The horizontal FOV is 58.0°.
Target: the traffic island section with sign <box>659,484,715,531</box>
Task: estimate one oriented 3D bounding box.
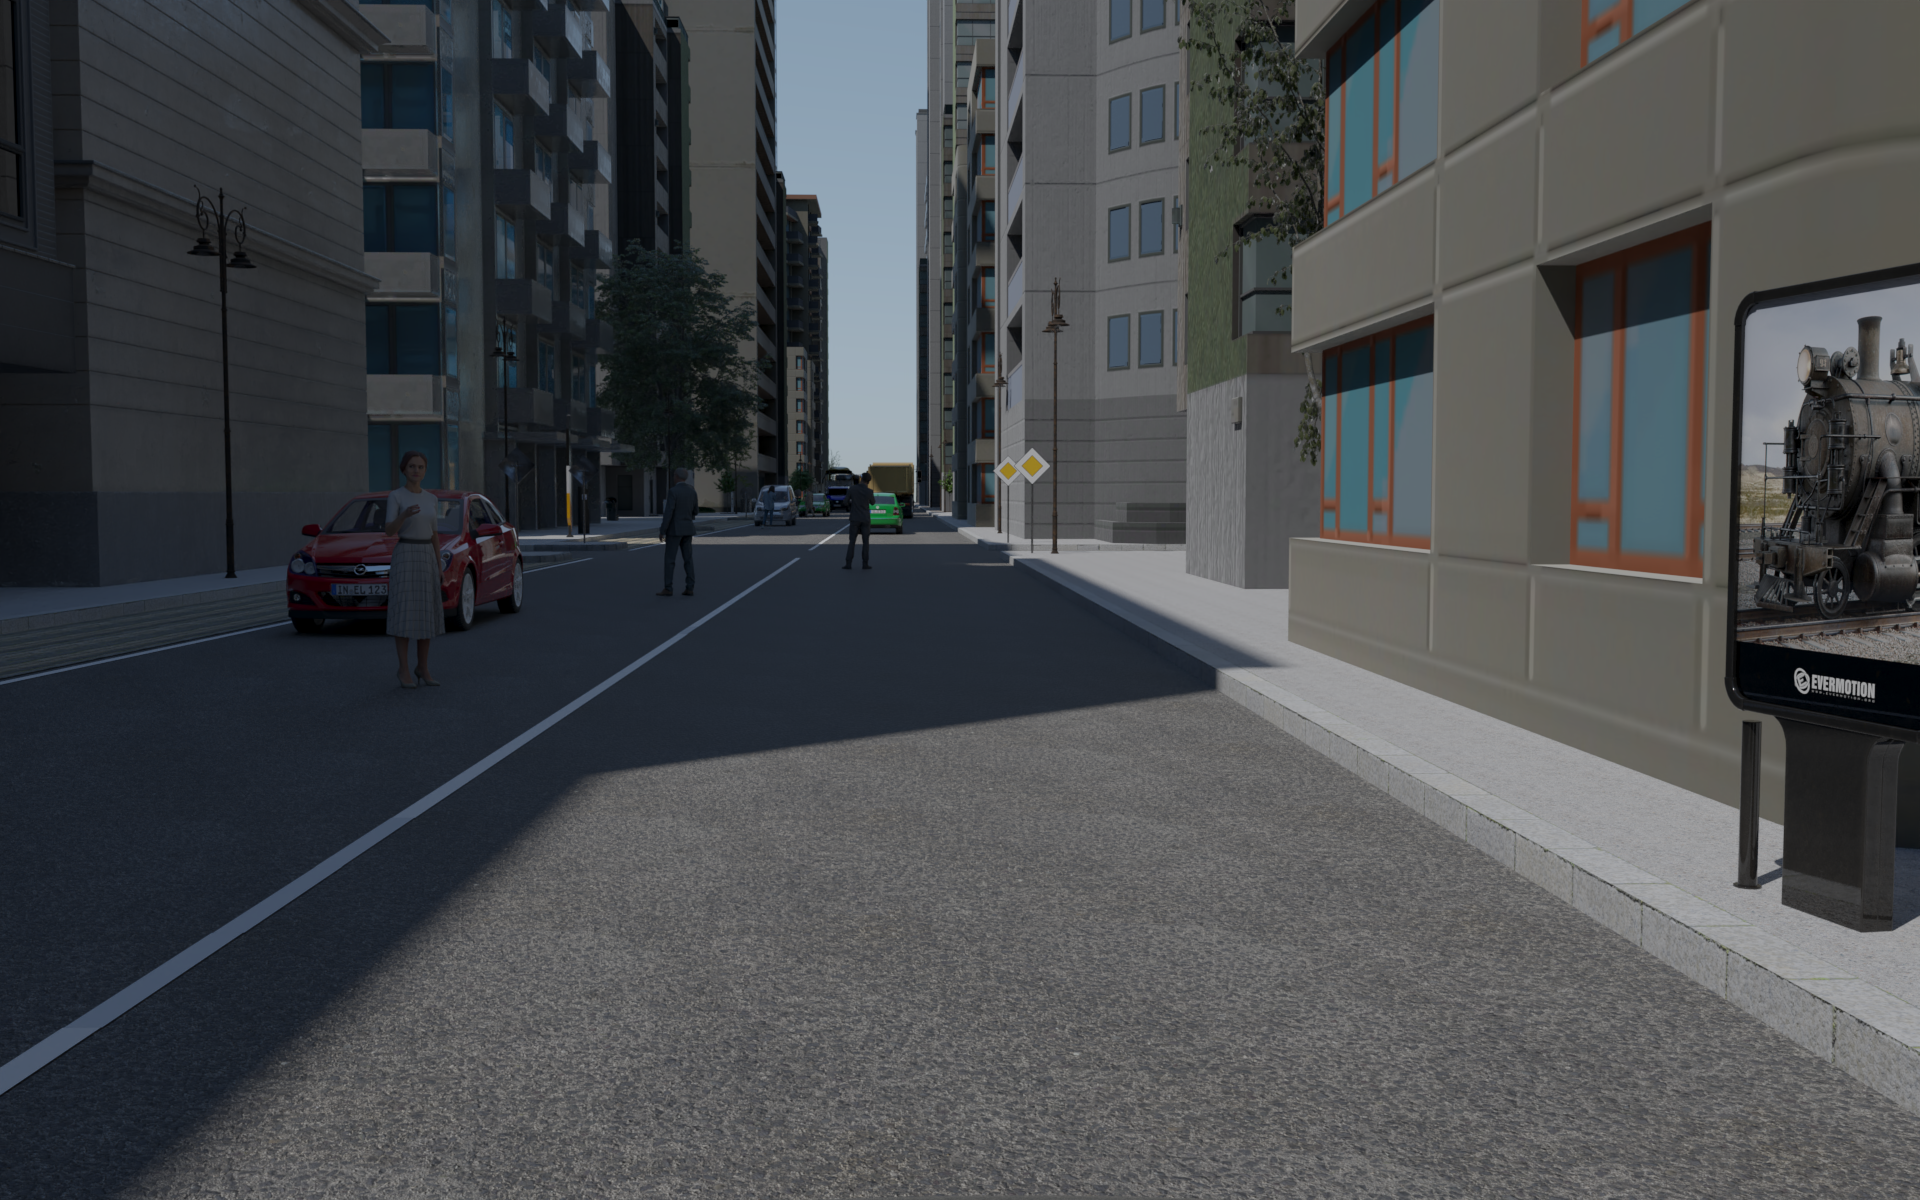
[{"bbox_3d":[-10.650,-3.615,67.732,1.989,1.847,2.006,0,4,-2],"label":"traffic island section with sign"}]

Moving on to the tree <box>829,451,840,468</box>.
[{"bbox_3d":[-20.809,-20.144,279.718,4.360,8.622,3.978,0,3,0],"label":"tree"}]

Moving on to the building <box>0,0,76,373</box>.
[{"bbox_3d":[-17.757,-13.230,9.818,14.314,27.812,24.014,0,4,-2],"label":"building"}]

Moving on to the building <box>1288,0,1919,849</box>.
[{"bbox_3d":[17.216,-9.513,0.570,27.650,21.520,28.899,0,4,-2],"label":"building"}]

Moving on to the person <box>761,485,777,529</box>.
[{"bbox_3d":[-7.931,-3.849,71.701,0.793,1.790,0.793,-2,4,-24],"label":"person"}]

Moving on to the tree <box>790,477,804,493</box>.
[{"bbox_3d":[-17.979,-12.020,191.123,1.663,3.219,1.824,0,3,0],"label":"tree"}]

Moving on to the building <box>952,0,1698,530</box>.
[{"bbox_3d":[13.902,-14.433,81.023,27.650,21.520,28.899,0,4,-2],"label":"building"}]

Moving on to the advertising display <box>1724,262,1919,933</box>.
[{"bbox_3d":[2.650,0.002,5.186,0.123,1.923,0.974,-1,4,-11],"label":"advertising display"}]

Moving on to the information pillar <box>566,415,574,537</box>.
[{"bbox_3d":[-11.561,-3.660,51.193,0.183,3.616,0.504,0,4,-7],"label":"information pillar"}]

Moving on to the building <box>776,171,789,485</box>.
[{"bbox_3d":[-22.234,-23.030,148.235,14.160,30.474,14.107,0,4,-2],"label":"building"}]

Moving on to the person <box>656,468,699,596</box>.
[{"bbox_3d":[-4.019,-0.967,24.490,0.590,1.801,0.661,3,4,38],"label":"person"}]

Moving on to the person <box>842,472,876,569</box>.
[{"bbox_3d":[-1.941,-1.520,33.154,0.655,1.846,0.447,0,4,-3],"label":"person"}]

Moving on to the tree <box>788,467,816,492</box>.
[{"bbox_3d":[-17.831,-12.900,194.625,4.285,4.588,4.351,0,3,0],"label":"tree"}]

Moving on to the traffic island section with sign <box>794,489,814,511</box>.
[{"bbox_3d":[-13.517,-8.347,145.093,1.989,1.847,2.006,0,4,-2],"label":"traffic island section with sign"}]

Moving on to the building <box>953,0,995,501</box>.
[{"bbox_3d":[6.496,-26.283,113.316,14.154,41.232,14.086,0,4,-2],"label":"building"}]

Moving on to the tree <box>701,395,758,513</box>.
[{"bbox_3d":[-15.381,-10.158,116.447,4.737,8.622,4.395,0,3,0],"label":"tree"}]

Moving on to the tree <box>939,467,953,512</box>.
[{"bbox_3d":[-0.598,-7.913,123.975,1.663,3.219,1.824,0,3,0],"label":"tree"}]

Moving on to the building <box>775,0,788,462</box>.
[{"bbox_3d":[-27.929,-52.391,169.258,22.319,86.520,31.000,0,4,-2],"label":"building"}]

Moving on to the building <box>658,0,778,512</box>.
[{"bbox_3d":[-25.180,-30.950,129.742,21.300,48.544,21.600,0,4,-2],"label":"building"}]

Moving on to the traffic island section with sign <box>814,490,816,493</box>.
[{"bbox_3d":[-14.521,-9.994,172.030,1.989,1.847,2.006,0,4,-2],"label":"traffic island section with sign"}]

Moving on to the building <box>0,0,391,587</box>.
[{"bbox_3d":[-23.203,-14.784,29.102,23.554,28.519,14.401,0,4,-2],"label":"building"}]

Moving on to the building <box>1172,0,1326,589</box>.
[{"bbox_3d":[10.599,-15.769,29.520,14.160,30.474,14.107,0,4,-2],"label":"building"}]

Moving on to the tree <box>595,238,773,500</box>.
[{"bbox_3d":[-14.358,-11.010,86.664,9.857,13.997,8.962,0,3,0],"label":"tree"}]

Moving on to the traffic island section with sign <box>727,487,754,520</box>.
[{"bbox_3d":[-11.649,-5.262,94.669,1.989,1.847,2.006,0,4,-2],"label":"traffic island section with sign"}]

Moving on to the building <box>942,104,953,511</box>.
[{"bbox_3d":[5.571,-22.037,132.002,14.160,30.474,14.107,0,4,-2],"label":"building"}]

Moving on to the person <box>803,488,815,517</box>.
[{"bbox_3d":[-9.263,-5.975,106.291,0.767,1.812,0.694,3,4,36],"label":"person"}]

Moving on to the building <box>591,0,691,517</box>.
[{"bbox_3d":[-23.270,-20.062,99.715,14.160,30.474,14.107,0,4,-2],"label":"building"}]

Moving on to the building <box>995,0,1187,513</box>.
[{"bbox_3d":[8.728,-37.333,152.397,21.231,58.520,28.212,0,4,-2],"label":"building"}]

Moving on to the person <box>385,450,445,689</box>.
[{"bbox_3d":[-3.999,-0.229,12.814,0.524,1.755,0.480,3,4,37],"label":"person"}]

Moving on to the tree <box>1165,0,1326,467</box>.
[{"bbox_3d":[3.981,-4.103,17.442,4.360,8.622,3.978,0,3,0],"label":"tree"}]

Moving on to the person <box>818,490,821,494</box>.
[{"bbox_3d":[-15.036,-10.800,185.085,0.705,1.823,1.348,0,4,3],"label":"person"}]

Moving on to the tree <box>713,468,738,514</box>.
[{"bbox_3d":[-15.299,-7.236,112.908,1.663,3.219,1.824,0,3,0],"label":"tree"}]

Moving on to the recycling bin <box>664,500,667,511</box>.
[{"bbox_3d":[-13.158,-4.109,79.744,0.722,1.027,0.722,2,4,29],"label":"recycling bin"}]

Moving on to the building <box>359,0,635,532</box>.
[{"bbox_3d":[-25.130,-27.063,62.092,23.786,49.044,30.456,0,4,-2],"label":"building"}]

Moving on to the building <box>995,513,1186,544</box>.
[{"bbox_3d":[15.655,-31.222,52.487,28.212,58.520,21.231,0,4,-2],"label":"building"}]
